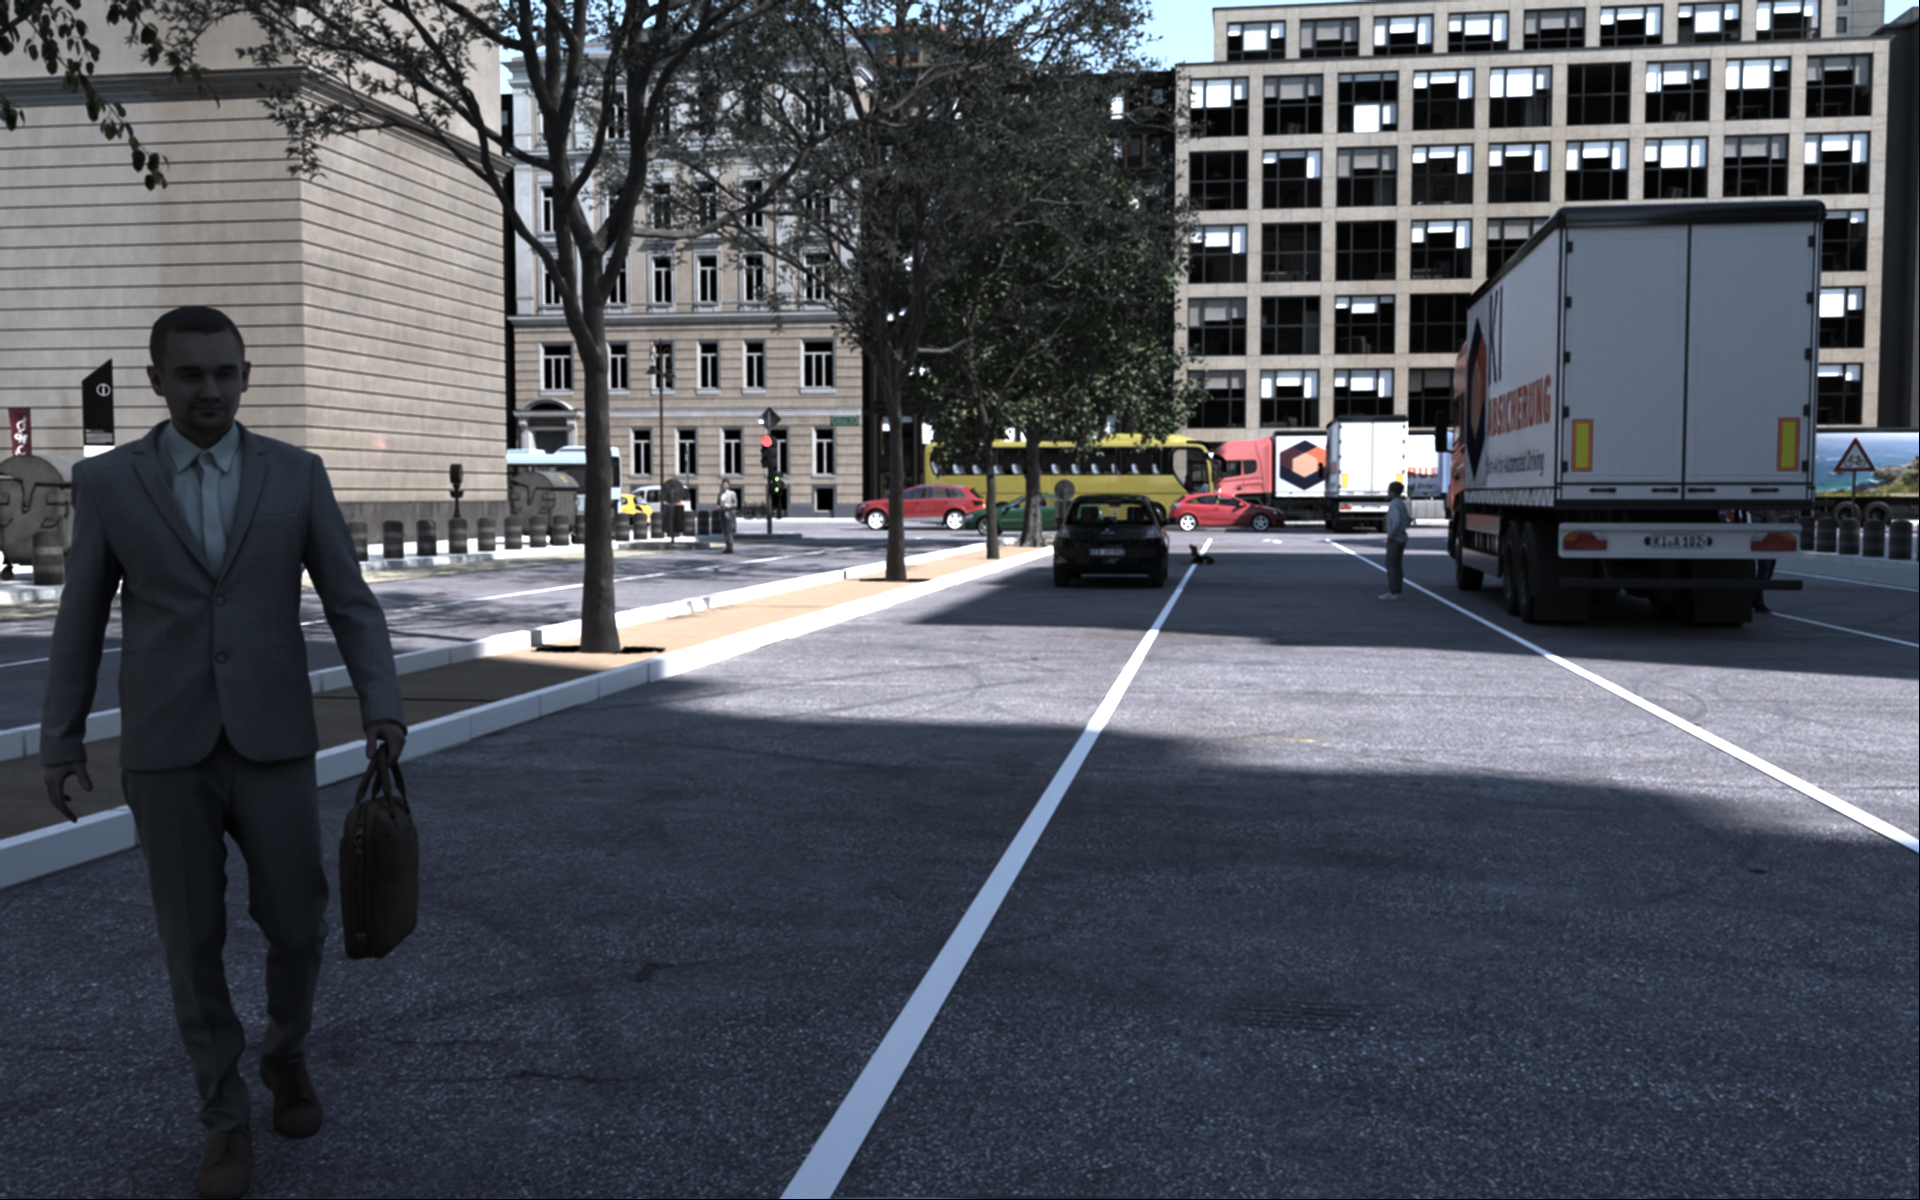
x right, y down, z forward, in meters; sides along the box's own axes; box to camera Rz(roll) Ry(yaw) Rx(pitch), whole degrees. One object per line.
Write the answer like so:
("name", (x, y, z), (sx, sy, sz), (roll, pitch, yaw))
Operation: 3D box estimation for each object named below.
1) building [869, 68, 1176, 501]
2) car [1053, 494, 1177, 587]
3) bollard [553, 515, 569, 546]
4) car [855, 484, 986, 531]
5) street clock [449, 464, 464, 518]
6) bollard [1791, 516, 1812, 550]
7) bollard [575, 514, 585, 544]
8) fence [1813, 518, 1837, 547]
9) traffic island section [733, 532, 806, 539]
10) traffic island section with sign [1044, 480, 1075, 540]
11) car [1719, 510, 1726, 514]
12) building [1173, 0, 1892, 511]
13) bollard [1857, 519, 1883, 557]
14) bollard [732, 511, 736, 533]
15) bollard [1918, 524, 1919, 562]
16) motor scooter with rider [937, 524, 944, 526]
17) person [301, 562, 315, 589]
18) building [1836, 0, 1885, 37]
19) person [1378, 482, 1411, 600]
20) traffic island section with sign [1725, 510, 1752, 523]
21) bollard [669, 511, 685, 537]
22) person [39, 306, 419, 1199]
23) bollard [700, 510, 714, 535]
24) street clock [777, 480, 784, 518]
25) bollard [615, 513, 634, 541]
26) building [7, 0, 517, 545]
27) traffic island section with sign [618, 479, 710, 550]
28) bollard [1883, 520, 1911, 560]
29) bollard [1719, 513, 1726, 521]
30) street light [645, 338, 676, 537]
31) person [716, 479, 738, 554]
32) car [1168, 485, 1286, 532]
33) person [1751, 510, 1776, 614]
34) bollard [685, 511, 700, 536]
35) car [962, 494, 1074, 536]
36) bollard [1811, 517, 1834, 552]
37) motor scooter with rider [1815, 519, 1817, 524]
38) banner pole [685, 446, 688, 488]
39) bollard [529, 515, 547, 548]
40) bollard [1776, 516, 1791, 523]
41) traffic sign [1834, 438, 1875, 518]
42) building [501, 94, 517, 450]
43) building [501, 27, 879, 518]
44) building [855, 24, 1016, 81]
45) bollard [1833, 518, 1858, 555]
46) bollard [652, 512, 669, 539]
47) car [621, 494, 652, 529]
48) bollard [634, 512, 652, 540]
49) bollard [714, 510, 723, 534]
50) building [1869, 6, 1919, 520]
("building", (3.993, -16.275, 95.771), (15.834, 23.373, 12.332), (1, 4, 9))
("car", (2.494, -1.119, 28.086), (2.009, 1.686, 4.222), (0, 4, 8))
("bollard", (-9.893, -1.726, 42.945), (0.404, 0.777, 0.398), (0, 3, 0))
("car", (-1.549, -3.696, 69.098), (5.304, 1.827, 2.281), (0, 4, 8))
("street clock", (-12.199, -2.289, 41.998), (0.358, 2.002, 0.471), (0, 4, -6))
("bollard", (19.409, -1.532, 39.772), (0.404, 0.777, 0.398), (0, 3, 0))
("bollard", (-9.662, -1.814, 44.370), (0.404, 0.777, 0.398), (0, 3, 0))
("fence", (21.081, -1.708, 43.304), (0.278, 0.683, 2.069), (-1, 4, -12))
("traffic island section", (-6.187, -2.069, 56.117), (2.009, 0.180, 2.903), (1, 4, 9))
("traffic island section with sign", (3.238, -2.857, 54.845), (2.006, 1.907, 1.989), (1, 4, 9))
("car", (28.317, -3.336, 67.128), (3.894, 1.354, 1.945), (1, 4, 10))
("building", (29.329, -17.817, 95.831), (34.151, 26.468, 19.350), (1, 4, 9))
("bollard", (18.723, -1.270, 35.487), (0.404, 0.777, 0.398), (0, 3, 0))
("bollard", (-7.599, -2.599, 57.211), (0.404, 0.777, 0.398), (0, 3, 0))
("bollard", (18.262, -1.096, 32.631), (0.404, 0.777, 0.398), (0, 3, 0))
("motor scooter with rider", (-0.228, -4.162, 77.013), (1.986, 1.779, 0.876), (1, 4, 11))
("person", (-9.801, -1.031, 26.031), (0.598, 1.740, 0.731), (2, 4, 24))
("building", (84.474, -45.761, 186.446), (20.611, 71.187, 20.563), (1, 4, 9))
("person", (5.945, -0.815, 23.642), (0.330, 1.601, 0.589), (3, 5, 40))
("traffic island section with sign", (17.980, -1.961, 40.692), (1.989, 1.847, 2.006), (1, 4, 9))
("bollard", (-8.523, -2.249, 51.487), (0.404, 0.777, 0.398), (0, 3, 0))
("person", (-1.514, 0.307, 3.605), (0.709, 1.813, 0.853), (-2, 4, -29))
("bollard", (-8.058, -2.425, 54.364), (0.404, 0.777, 0.398), (0, 3, 0))
("street clock", (-9.469, -5.280, 90.899), (0.471, 2.002, 0.358), (2, 4, 29))
("bollard", (-9.206, -1.987, 47.208), (0.404, 0.777, 0.398), (0, 3, 0))
("building", (-26.383, -15.315, 47.658), (25.104, 27.353, 12.463), (1, 4, 9))
("traffic island section with sign", (-7.617, -2.230, 45.086), (1.989, 1.847, 2.006), (1, 4, 9))
("bollard", (18.490, -1.182, 34.050), (0.404, 0.777, 0.398), (0, 3, 0))
("bollard", (20.551, -1.966, 46.869), (0.404, 0.777, 0.398), (0, 3, 0))
("street light", (-8.882, -4.817, 51.544), (0.468, 5.910, 1.993), (1, 4, 9))
("person", (-5.699, -2.031, 41.902), (0.606, 1.804, 0.583), (2, 4, 25))
("car", (10.269, -3.528, 66.727), (4.494, 1.783, 2.155), (1, 4, 9))
("person", (9.728, -0.638, 20.893), (0.435, 1.587, 0.963), (2, 4, 33))
("bollard", (-8.286, -2.337, 52.925), (0.404, 0.777, 0.398), (0, 3, 0))
("car", (2.491, -2.905, 59.303), (4.920, 1.459, 2.131), (1, 4, 10))
("bollard", (19.181, -1.444, 38.331), (0.404, 0.777, 0.398), (0, 3, 0))
("motor scooter with rider", (37.769, -4.140, 76.648), (1.986, 1.779, 0.876), (0, 4, 7))
("banner pole", (-14.211, -6.121, 90.103), (0.401, 3.779, 0.863), (0, 4, 1))
("bollard", (-10.122, -1.640, 41.526), (0.404, 0.777, 0.398), (0, 3, 0))
("bollard", (19.639, -1.619, 41.191), (0.404, 0.777, 0.398), (0, 3, 0))
("traffic sign", (20.721, -2.456, 40.164), (0.884, 2.594, 0.081), (1, 4, 13))
("building", (-31.588, -16.591, 100.934), (15.834, 23.373, 12.332), (1, 4, 9))
("building", (-13.749, -19.119, 98.492), (20.117, 28.700, 13.634), (1, 4, 9))
("building", (-4.941, -31.265, 165.803), (22.147, 44.769, 28.867), (1, 4, 9))
("bollard", (18.954, -1.358, 36.912), (0.404, 0.777, 0.398), (0, 3, 0))
("bollard", (-8.748, -2.162, 50.063), (0.404, 0.777, 0.398), (0, 3, 0))
("car", (-14.638, -3.727, 71.162), (3.980, 1.641, 2.015), (1, 4, 9))
("bollard", (-8.980, -2.075, 48.642), (0.404, 0.777, 0.398), (0, 3, 0))
("bollard", (-7.830, -2.512, 55.784), (0.404, 0.777, 0.398), (0, 3, 0))
("building", (57.555, -18.021, 88.147), (24.014, 27.812, 14.314), (1, 4, 9))
